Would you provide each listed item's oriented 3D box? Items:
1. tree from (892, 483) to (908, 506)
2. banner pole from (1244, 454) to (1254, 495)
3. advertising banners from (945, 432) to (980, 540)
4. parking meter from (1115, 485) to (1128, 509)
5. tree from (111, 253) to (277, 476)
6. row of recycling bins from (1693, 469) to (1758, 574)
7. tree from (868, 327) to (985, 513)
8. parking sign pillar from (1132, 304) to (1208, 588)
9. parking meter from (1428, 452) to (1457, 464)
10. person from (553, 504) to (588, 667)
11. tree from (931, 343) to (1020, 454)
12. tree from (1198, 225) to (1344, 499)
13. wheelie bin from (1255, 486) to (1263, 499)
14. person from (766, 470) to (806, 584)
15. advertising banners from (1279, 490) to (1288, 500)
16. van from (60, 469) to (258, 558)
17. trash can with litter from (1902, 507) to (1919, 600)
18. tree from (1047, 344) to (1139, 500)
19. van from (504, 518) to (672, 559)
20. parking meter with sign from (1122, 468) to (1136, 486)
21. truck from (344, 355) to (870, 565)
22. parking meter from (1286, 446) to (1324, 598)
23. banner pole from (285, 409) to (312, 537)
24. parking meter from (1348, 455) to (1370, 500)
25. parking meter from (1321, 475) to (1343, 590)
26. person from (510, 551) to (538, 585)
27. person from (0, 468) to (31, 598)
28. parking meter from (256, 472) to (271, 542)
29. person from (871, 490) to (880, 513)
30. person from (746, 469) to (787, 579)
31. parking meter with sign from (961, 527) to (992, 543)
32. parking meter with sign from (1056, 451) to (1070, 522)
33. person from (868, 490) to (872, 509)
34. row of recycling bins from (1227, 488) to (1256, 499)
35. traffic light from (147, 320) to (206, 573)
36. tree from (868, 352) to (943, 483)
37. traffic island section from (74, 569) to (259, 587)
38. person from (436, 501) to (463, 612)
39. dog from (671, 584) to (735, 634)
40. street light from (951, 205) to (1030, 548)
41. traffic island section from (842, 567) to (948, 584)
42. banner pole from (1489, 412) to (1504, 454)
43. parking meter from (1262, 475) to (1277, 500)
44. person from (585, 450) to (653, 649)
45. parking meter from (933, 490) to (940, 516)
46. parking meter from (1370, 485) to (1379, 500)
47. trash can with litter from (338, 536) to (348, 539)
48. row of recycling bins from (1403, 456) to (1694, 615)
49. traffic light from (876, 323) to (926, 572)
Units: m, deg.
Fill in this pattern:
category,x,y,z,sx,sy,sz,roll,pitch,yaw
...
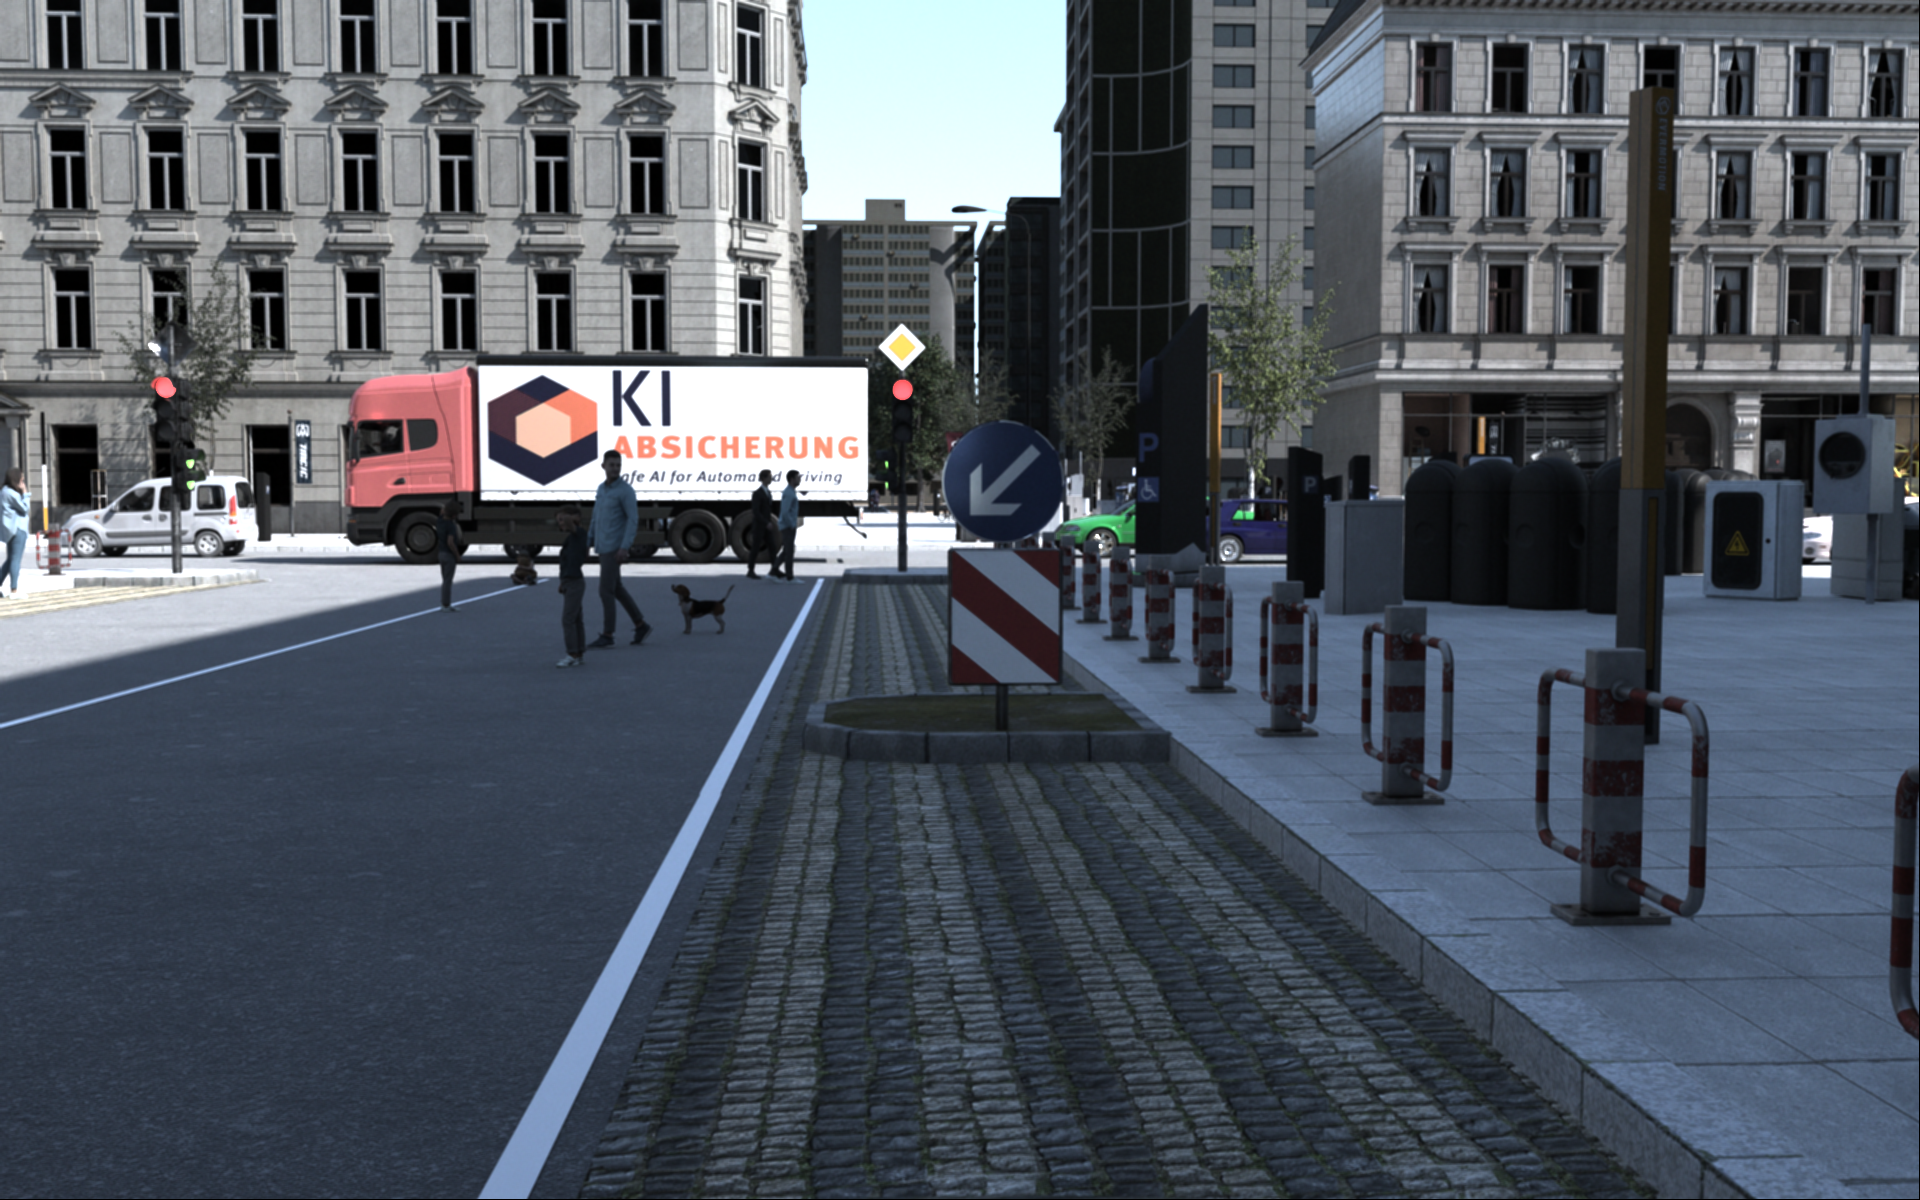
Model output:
category,x,y,z,sx,sy,sz,roll,pitch,yaw
tree,-7.111,-14.214,182.757,4.360,8.622,3.978,0,3,0
banner pole,17.648,-7.097,106.059,0.863,3.779,0.401,2,4,35
advertising banners,0.597,-3.194,48.402,2.074,3.025,0.090,1,4,13
parking meter,4.759,-2.601,50.932,0.372,1.533,0.369,0,3,0
tree,-22.935,-6.232,52.254,4.360,8.622,3.978,0,3,0
row of recycling bins,12.140,-1.308,28.492,3.534,1.692,1.069,-3,5,-41
tree,-2.761,-12.368,119.218,9.611,12.733,9.660,0,3,0
parking sign pillar,2.960,-2.185,24.202,1.447,3.967,1.447,3,4,36
parking meter,6.732,-1.133,24.236,0.255,1.863,0.399,-1,4,-17
person,-3.275,-0.128,14.501,0.340,1.345,0.435,-2,4,-29
tree,0.725,-8.155,83.690,4.360,8.622,3.978,0,3,0
tree,8.399,-5.994,48.362,4.737,8.622,4.395,0,3,0
wheelie bin,12.719,-3.914,71.895,0.980,1.594,0.693,-3,4,-37
person,-2.792,-1.170,27.645,0.620,1.820,0.660,-1,4,-11
advertising banners,12.951,-4.424,68.527,0.090,3.025,2.074,0,4,-6
van,-18.348,-1.997,39.659,4.112,2.044,2.013,0,4,-4
trash can with litter,11.782,-0.607,21.318,0.624,1.170,1.055,0,4,-8
tree,6.553,-8.211,84.613,4.360,8.622,3.978,0,3,0
van,-8.452,-1.955,38.974,4.112,2.044,2.013,0,4,-4
parking meter with sign,11.077,-7.240,114.633,0.543,3.016,1.738,-2,4,-31
truck,-7.551,-2.893,36.221,11.283,4.237,2.839,0,4,-5
parking meter,4.257,-0.957,21.356,0.399,1.863,0.255,-1,4,-20
banner pole,-19.656,-3.759,51.476,0.863,3.779,0.401,-3,5,-44
parking meter,6.056,-1.260,26.316,0.255,1.863,0.399,0,4,0
parking meter,4.933,-0.906,23.229,0.372,1.533,0.369,0,3,0
person,-6.857,-0.508,27.284,0.381,0.543,0.357,1,4,17
person,-12.974,-0.911,23.665,0.793,1.790,0.793,1,4,12
parking meter,-18.798,-2.510,46.758,0.255,1.863,0.399,0,4,-1
person,-6.404,-7.449,130.731,0.683,1.767,0.568,-1,4,-16
person,-3.255,-1.281,29.217,0.755,1.850,0.659,1,4,20
parking meter with sign,0.895,-3.043,46.019,1.738,3.016,0.543,-1,4,-18
parking meter with sign,3.962,-4.474,69.405,0.543,3.016,1.738,-1,4,-16
person,-7.921,-8.823,152.761,0.705,1.824,1.348,-1,4,-20
row of recycling bins,17.706,-6.241,109.154,1.069,1.692,3.534,-1,4,-10
traffic light,-12.664,-2.387,27.945,0.839,4.253,0.868,0,4,-3
tree,-4.910,-14.915,150.519,9.857,13.997,8.962,0,3,0
traffic island section,-12.705,-0.355,28.078,2.009,0.180,2.903,0,4,-3
person,-6.234,-0.534,21.146,0.435,1.345,0.340,2,4,33
dog,-2.643,0.090,17.823,0.406,0.507,0.540,2,4,33
street light,0.559,-3.394,28.029,1.470,5.913,1.316,0,4,-3
traffic island section,-0.931,-0.393,28.713,2.009,0.180,2.903,0,4,-3
banner pole,16.423,-3.854,53.023,0.401,3.779,0.863,-1,4,-19
parking meter,9.621,-2.947,53.901,0.399,1.863,0.255,2,4,33
person,-3.172,-0.477,16.166,0.748,1.841,0.638,-2,4,-33
parking meter,-1.368,-5.657,100.899,0.372,1.533,0.369,0,3,0
parking meter,10.837,-2.277,45.635,0.372,1.533,0.369,0,3,0
trash can with litter,-17.218,-2.401,50.314,1.678,1.210,2.233,0,4,4
row of recycling bins,6.469,-0.778,19.828,1.069,1.692,3.534,-2,4,-31
traffic light,-0.971,-2.427,28.597,0.839,4.253,0.868,0,4,-3
